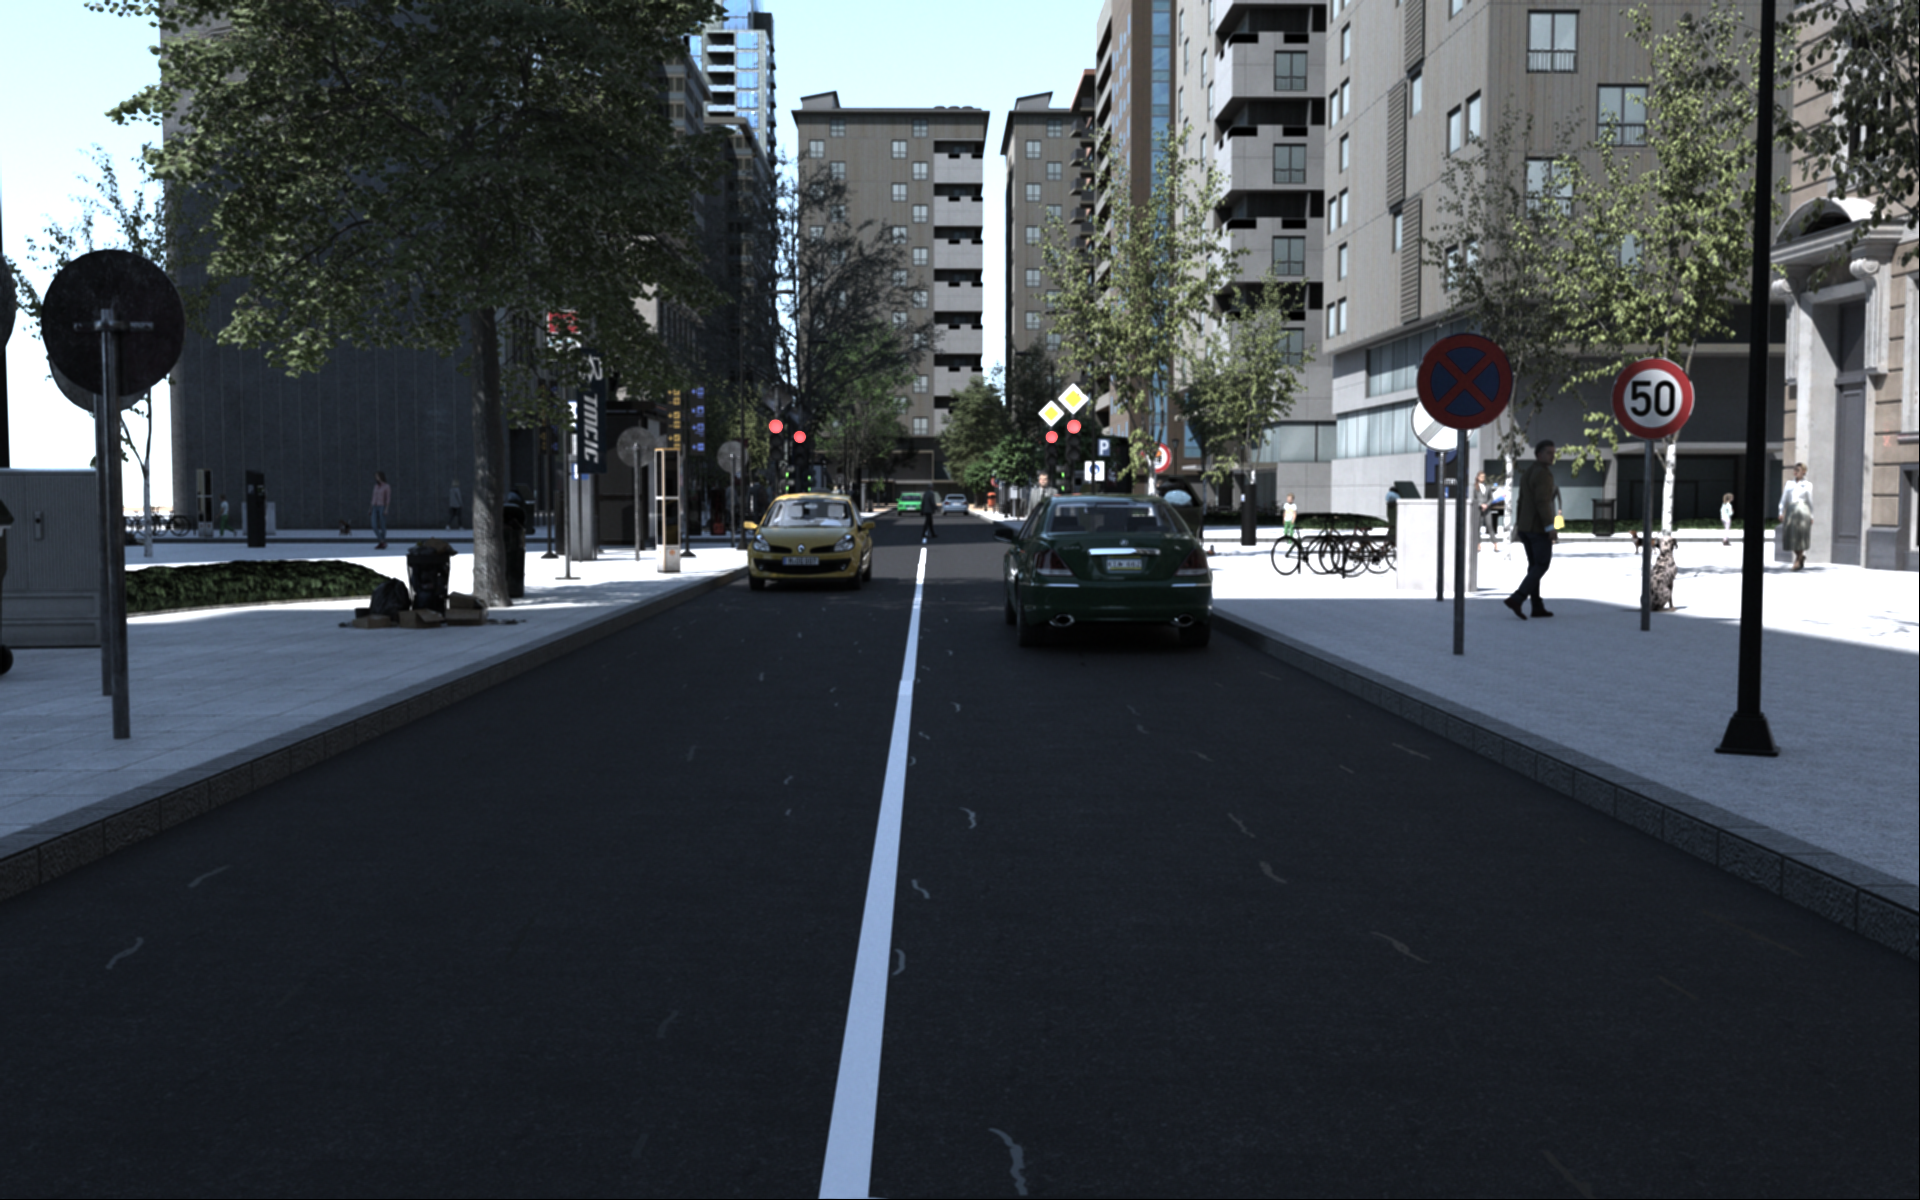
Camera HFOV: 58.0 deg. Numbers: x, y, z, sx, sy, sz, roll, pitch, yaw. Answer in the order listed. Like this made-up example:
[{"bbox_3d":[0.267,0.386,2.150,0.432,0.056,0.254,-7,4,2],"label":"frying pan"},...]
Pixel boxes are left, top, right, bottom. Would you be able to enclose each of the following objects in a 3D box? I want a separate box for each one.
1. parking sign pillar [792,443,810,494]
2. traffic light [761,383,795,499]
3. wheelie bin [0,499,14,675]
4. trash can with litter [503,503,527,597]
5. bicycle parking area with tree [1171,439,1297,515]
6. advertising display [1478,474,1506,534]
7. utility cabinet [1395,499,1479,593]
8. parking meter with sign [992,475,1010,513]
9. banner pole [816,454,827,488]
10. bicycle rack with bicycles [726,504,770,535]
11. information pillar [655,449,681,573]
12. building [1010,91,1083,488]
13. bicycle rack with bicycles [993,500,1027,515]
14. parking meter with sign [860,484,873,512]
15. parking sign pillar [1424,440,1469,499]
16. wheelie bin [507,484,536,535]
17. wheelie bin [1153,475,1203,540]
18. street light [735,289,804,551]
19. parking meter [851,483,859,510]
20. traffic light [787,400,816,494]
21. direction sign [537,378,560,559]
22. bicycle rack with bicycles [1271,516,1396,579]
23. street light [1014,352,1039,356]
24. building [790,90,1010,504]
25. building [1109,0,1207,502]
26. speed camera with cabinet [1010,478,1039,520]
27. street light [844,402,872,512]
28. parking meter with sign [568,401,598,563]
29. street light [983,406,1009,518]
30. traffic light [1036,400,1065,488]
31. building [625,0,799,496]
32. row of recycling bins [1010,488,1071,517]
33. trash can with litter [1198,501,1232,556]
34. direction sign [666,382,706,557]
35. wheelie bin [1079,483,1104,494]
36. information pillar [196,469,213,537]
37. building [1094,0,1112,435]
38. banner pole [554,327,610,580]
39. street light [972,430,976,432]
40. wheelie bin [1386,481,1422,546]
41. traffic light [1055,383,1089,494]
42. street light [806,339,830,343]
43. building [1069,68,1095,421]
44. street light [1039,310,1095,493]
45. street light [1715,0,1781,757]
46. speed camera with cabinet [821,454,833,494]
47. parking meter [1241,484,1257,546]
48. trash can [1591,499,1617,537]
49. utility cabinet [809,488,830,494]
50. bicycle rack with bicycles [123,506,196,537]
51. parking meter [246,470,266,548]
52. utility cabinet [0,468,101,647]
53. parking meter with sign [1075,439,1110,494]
[{"bbox_3d":[-6.408,-4.976,69.837,1.447,3.967,1.447,-1,4,-18],"label":"parking sign pillar"},{"bbox_3d":[-4.610,-3.359,43.844,0.839,4.253,0.868,0,4,-1],"label":"traffic light"},{"bbox_3d":[-7.021,-0.244,11.891,0.693,1.594,0.980,0,4,6],"label":"wheelie bin"},{"bbox_3d":[-5.750,-0.631,21.707,0.624,1.170,1.055,-1,4,-15],"label":"trash can with litter"},{"bbox_3d":[13.358,-6.433,92.186,8.231,4.147,9.016,-2,4,-26],"label":"bicycle parking area with tree"},{"bbox_3d":[16.891,-3.044,54.989,0.974,1.923,0.123,-1,4,-9],"label":"advertising display"},{"bbox_3d":[6.294,-0.715,22.852,1.020,1.237,0.306,2,4,35],"label":"utility cabinet"},{"bbox_3d":[3.005,-7.257,114.919,1.738,3.016,0.543,-2,4,-29],"label":"parking meter with sign"},{"bbox_3d":[-8.782,-7.271,108.890,0.863,3.779,0.401,0,4,-2],"label":"banner pole"},{"bbox_3d":[-6.591,-2.565,55.325,2.925,0.926,2.852,-3,5,-41],"label":"bicycle rack with bicycles"},{"bbox_3d":[-4.742,-1.445,28.123,0.304,2.012,0.304,-2,4,-35],"label":"information pillar"},{"bbox_3d":[19.636,-39.516,235.319,27.495,52.752,28.713,0,4,-1],"label":"building"},{"bbox_3d":[3.479,-5.646,105.699,2.852,0.926,2.925,3,5,40],"label":"bicycle rack with bicycles"},{"bbox_3d":[-7.142,-7.885,125.178,1.738,3.016,0.543,1,4,13],"label":"parking meter with sign"},{"bbox_3d":[15.305,-4.036,54.468,1.447,3.967,1.447,3,5,44],"label":"parking sign pillar"},{"bbox_3d":[-13.800,-2.844,54.402,0.693,1.594,0.980,1,4,20],"label":"wheelie bin"},{"bbox_3d":[3.601,-1.271,28.694,0.693,1.594,0.980,-1,4,-17],"label":"wheelie bin"},{"bbox_3d":[-4.402,-4.086,39.353,1.470,5.913,1.316,0,4,-1],"label":"street light"},{"bbox_3d":[-5.418,-5.139,89.740,0.255,1.863,0.399,-3,5,-40],"label":"parking meter"},{"bbox_3d":[-4.748,-3.848,51.828,0.839,4.253,0.868,0,4,-1],"label":"traffic light"},{"bbox_3d":[-8.155,-2.589,34.324,0.379,3.537,0.876,1,4,11],"label":"direction sign"},{"bbox_3d":[6.319,-0.852,27.313,2.925,0.926,2.852,-1,4,-10],"label":"bicycle rack with bicycles"},{"bbox_3d":[2.477,-5.148,56.703,1.470,5.913,1.316,0,4,-1],"label":"street light"},{"bbox_3d":[-7.948,-39.499,235.040,27.495,52.752,28.713,0,4,-1],"label":"building"},{"bbox_3d":[19.318,-29.631,134.577,14.600,45.320,14.200,0,4,-1],"label":"building"},{"bbox_3d":[3.515,-5.658,86.843,2.038,3.252,0.660,2,4,35],"label":"speed camera with cabinet"},{"bbox_3d":[-5.231,-7.011,87.163,1.470,5.913,1.316,0,4,-1],"label":"street light"},{"bbox_3d":[-7.226,-2.259,33.200,0.543,3.016,1.738,0,4,-8],"label":"parking meter with sign"},{"bbox_3d":[1.916,-7.292,91.766,1.470,5.913,1.316,0,4,-1],"label":"street light"},{"bbox_3d":[2.712,-3.856,51.972,0.839,4.253,0.868,0,4,-1],"label":"traffic light"},{"bbox_3d":[-37.419,-56.140,230.557,31.000,86.520,22.319,0,4,-1],"label":"building"},{"bbox_3d":[4.557,-5.454,96.280,3.534,1.692,1.069,0,4,-7],"label":"row of recycling bins"},{"bbox_3d":[4.525,-1.564,36.627,2.233,1.210,1.678,1,4,21],"label":"trash can with litter"},{"bbox_3d":[-5.541,-2.636,35.099,0.876,3.537,0.379,1,4,20],"label":"direction sign"},{"bbox_3d":[5.096,-3.586,66.532,0.980,1.594,0.693,3,5,44],"label":"wheelie bin"},{"bbox_3d":[-22.351,-2.861,51.275,0.304,2.012,0.304,2,4,28],"label":"information pillar"},{"bbox_3d":[23.476,-32.337,152.419,21.300,48.544,21.600,0,4,-1],"label":"building"},{"bbox_3d":[-5.693,-2.203,26.039,0.863,3.779,0.401,-2,4,-29],"label":"banner pole"},{"bbox_3d":[1.346,-9.417,126.507,1.470,5.913,1.316,0,4,-1],"label":"street light"},{"bbox_3d":[10.905,-2.127,42.688,0.980,1.594,0.693,-2,4,-32],"label":"wheelie bin"},{"bbox_3d":[2.850,-3.368,43.988,0.839,4.253,0.868,0,4,-1],"label":"traffic light"},{"bbox_3d":[-4.609,-4.869,52.143,1.470,5.913,1.316,0,4,-1],"label":"street light"},{"bbox_3d":[22.693,-31.993,177.711,22.147,44.769,28.867,0,4,-1],"label":"building"},{"bbox_3d":[2.829,-4.356,43.756,1.470,5.913,1.316,0,4,-1],"label":"street light"},{"bbox_3d":[3.384,-2.196,8.445,1.470,5.913,1.316,0,4,-1],"label":"street light"},{"bbox_3d":[-6.922,-5.663,86.932,0.660,3.252,2.038,1,4,10],"label":"speed camera with cabinet"},{"bbox_3d":[7.143,-2.105,42.832,0.372,1.533,0.369,0,3,0],"label":"parking meter"},{"bbox_3d":[19.310,-2.466,51.968,0.748,1.137,0.748,0,3,0],"label":"trash can"},{"bbox_3d":[-5.118,-3.348,63.416,0.318,1.500,1.173,1,4,21],"label":"utility cabinet"},{"bbox_3d":[-24.801,-2.432,53.140,2.925,0.926,2.852,1,4,16],"label":"bicycle rack with bicycles"},{"bbox_3d":[-16.940,-2.200,41.675,0.399,1.863,0.255,2,4,28],"label":"parking meter"},{"bbox_3d":[-7.726,-0.352,14.434,1.173,1.500,0.318,-1,4,-9],"label":"utility cabinet"},{"bbox_3d":[3.979,-3.610,55.281,0.543,3.016,1.738,-3,5,-40],"label":"parking meter with sign"}]
